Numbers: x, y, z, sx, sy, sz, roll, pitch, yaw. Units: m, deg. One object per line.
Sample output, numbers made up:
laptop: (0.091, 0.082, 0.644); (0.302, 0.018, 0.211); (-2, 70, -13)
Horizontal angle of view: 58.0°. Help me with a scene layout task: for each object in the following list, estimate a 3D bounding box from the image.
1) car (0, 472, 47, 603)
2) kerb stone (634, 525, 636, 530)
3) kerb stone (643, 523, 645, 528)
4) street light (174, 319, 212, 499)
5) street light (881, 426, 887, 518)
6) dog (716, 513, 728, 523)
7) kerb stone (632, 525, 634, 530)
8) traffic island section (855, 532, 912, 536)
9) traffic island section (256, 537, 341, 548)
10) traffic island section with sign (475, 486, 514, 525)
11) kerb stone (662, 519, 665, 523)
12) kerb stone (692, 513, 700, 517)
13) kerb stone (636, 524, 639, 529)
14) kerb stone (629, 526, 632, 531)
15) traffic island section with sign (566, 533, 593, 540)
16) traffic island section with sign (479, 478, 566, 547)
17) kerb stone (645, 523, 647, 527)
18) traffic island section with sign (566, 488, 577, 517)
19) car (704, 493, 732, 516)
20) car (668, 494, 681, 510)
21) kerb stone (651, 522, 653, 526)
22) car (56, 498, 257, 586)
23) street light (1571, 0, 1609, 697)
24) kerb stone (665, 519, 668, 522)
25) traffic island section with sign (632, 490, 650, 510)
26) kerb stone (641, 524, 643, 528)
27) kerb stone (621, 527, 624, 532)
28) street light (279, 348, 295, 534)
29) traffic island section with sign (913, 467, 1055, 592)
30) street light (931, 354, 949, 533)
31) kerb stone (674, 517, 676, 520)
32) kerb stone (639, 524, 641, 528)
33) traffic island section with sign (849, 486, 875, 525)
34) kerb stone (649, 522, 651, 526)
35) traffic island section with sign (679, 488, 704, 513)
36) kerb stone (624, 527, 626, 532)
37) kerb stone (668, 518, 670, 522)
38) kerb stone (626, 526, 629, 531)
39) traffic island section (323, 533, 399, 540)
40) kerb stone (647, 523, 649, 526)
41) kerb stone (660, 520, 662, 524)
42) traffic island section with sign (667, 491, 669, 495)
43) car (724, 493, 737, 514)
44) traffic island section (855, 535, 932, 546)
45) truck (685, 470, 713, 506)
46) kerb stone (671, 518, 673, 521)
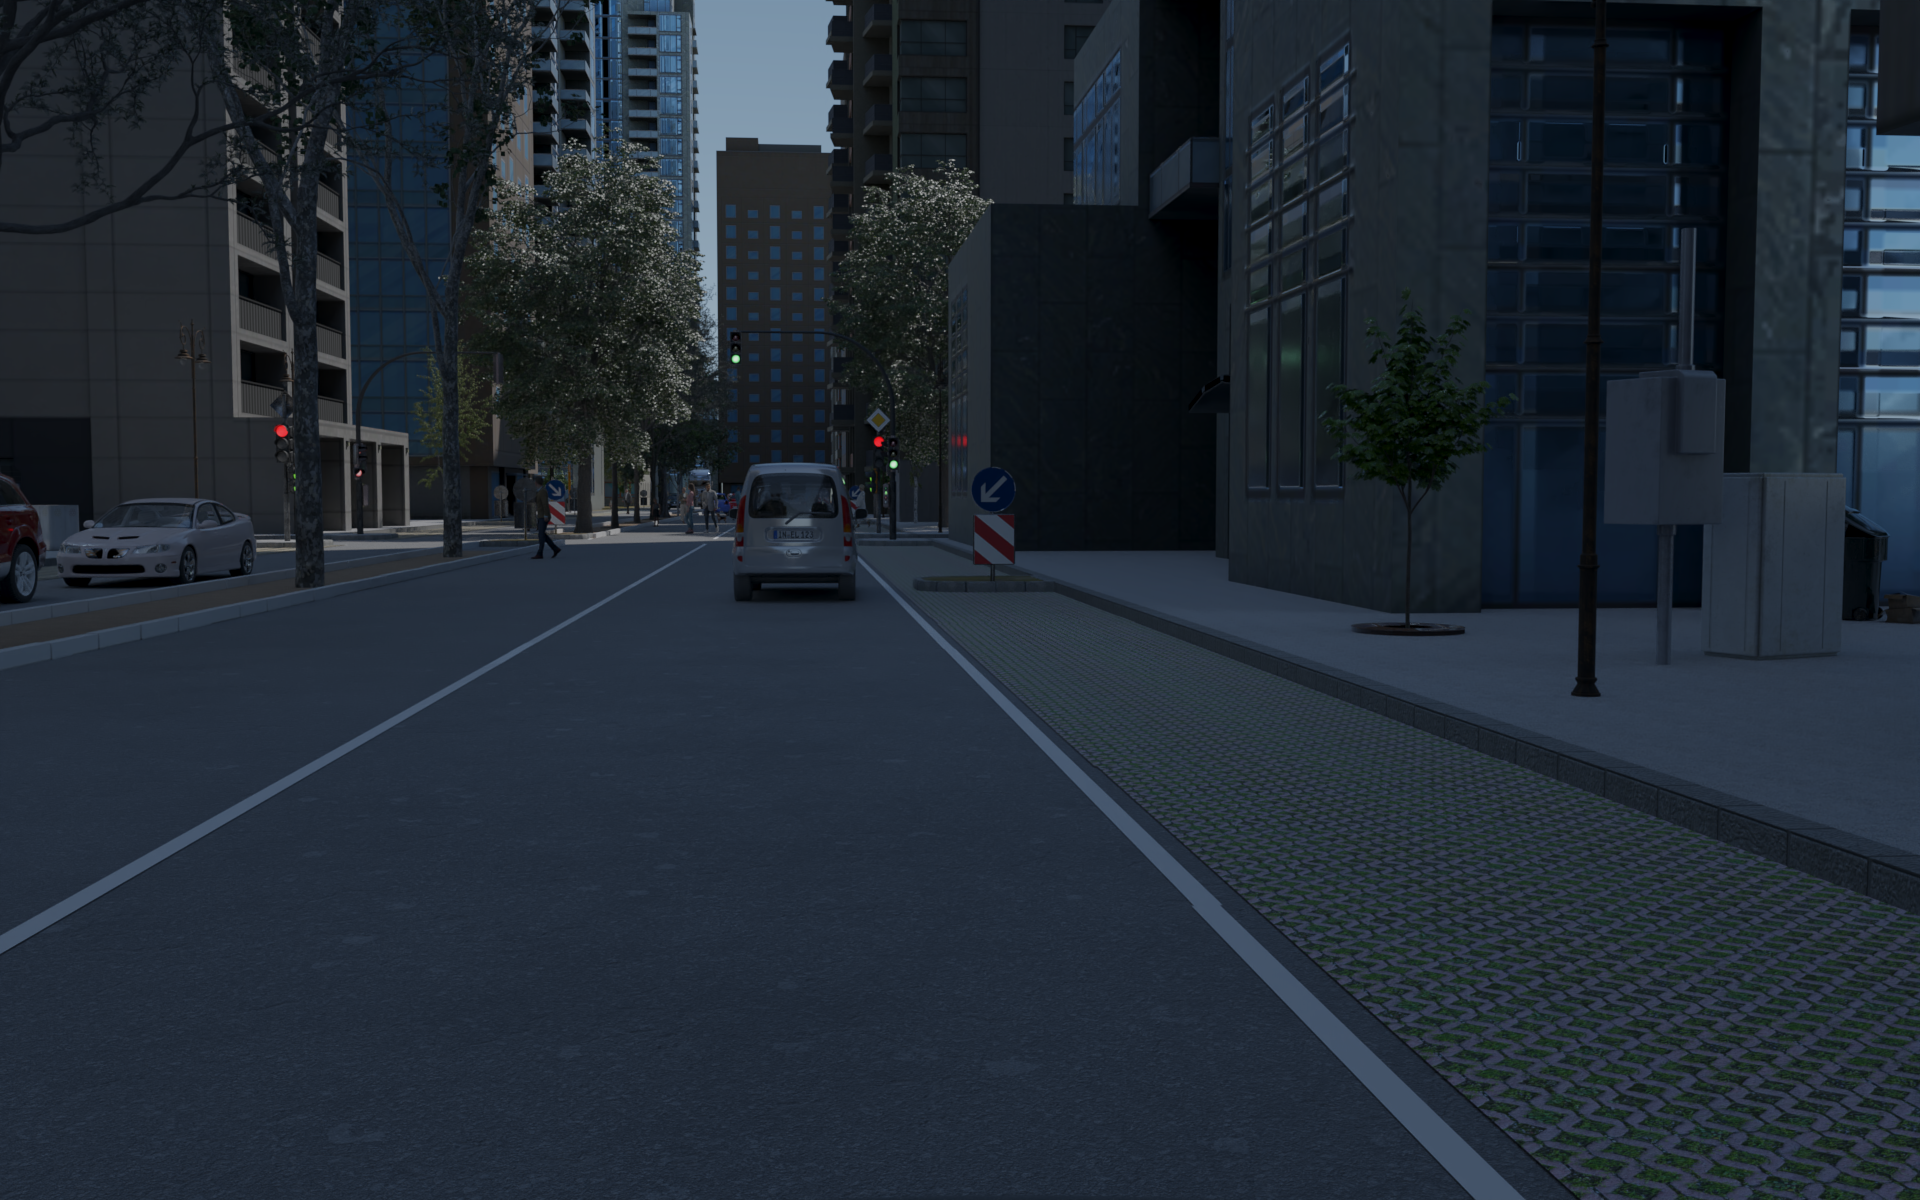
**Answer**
car: (-13.148, -0.764, 21.170); (2.281, 1.827, 5.304); (0, 4, -5)
kerb stone: (-13.125, -2.870, 69.118); (0.120, 0.150, 1.000); (0, 4, -5)
kerb stone: (-13.519, -3.120, 73.214); (0.120, 0.150, 1.000); (0, 4, -5)
street light: (-20.258, -4.469, 45.862); (0.468, 5.910, 1.993); (0, 4, -5)
street light: (-4.152, -7.401, 93.801); (0.468, 5.910, 1.993); (0, 4, -5)
dog: (-11.599, -3.984, 84.421); (0.406, 0.507, 0.540); (1, 4, 19)
kerb stone: (-13.030, -2.799, 68.093); (0.120, 0.150, 1.000); (0, 4, -5)
traffic island section: (-2.639, -2.105, 56.703); (2.009, 0.180, 2.903); (0, 4, -5)
traffic island section: (-18.340, -1.523, 47.182); (2.009, 0.180, 2.903); (0, 4, -5)
traffic island section with sign: (-21.154, -4.351, 79.770); (1.989, 1.847, 2.006); (0, 4, -5)
kerb stone: (-14.602, -3.808, 84.451); (0.120, 0.150, 1.000); (0, 4, -5)
kerb stone: (-17.536, -5.674, 115.102); (0.120, 0.150, 1.000); (0, 4, -5)
kerb stone: (-13.219, -2.932, 70.136); (0.120, 0.150, 1.000); (0, 4, -5)
kerb stone: (-12.926, -2.745, 67.072); (0.120, 0.150, 1.000); (0, 4, -5)
traffic island section with sign: (-12.847, -2.890, 55.385); (2.006, 1.907, 1.989); (0, 4, -5)
traffic island section with sign: (-12.147, -2.439, 48.011); (2.006, 1.907, 1.989); (0, 4, -5)
kerb stone: (-13.614, -3.183, 74.238); (0.120, 0.150, 1.000); (0, 4, -5)
traffic island section with sign: (-23.755, -6.008, 106.855); (1.989, 1.847, 2.006); (0, 4, -5)
car: (-16.041, -6.408, 114.358); (1.945, 1.707, 3.694); (0, 4, -6)
car: (-25.506, -8.914, 155.523); (2.009, 1.686, 4.222); (0, 4, -6)
kerb stone: (-13.903, -3.371, 77.306); (0.120, 0.150, 1.000); (0, 4, -5)
car: (-13.105, -0.988, 28.508); (2.083, 1.381, 4.827); (0, 4, -5)
street light: (3.983, -2.328, 10.844); (0.468, 5.910, 1.993); (0, 4, -5)
kerb stone: (-14.790, -3.930, 86.498); (0.120, 0.150, 1.000); (0, 4, -5)
traffic island section with sign: (-28.518, -9.042, 156.459); (1.989, 1.847, 2.006); (0, 4, -5)
kerb stone: (-13.420, -3.049, 72.187); (0.120, 0.150, 1.000); (0, 4, -5)
kerb stone: (-12.636, -2.557, 63.997); (0.120, 0.150, 1.000); (0, 4, -5)
street light: (-21.158, -5.031, 55.045); (0.468, 5.910, 1.993); (0, 4, -5)
traffic island section with sign: (0.310, -1.065, 26.045); (1.989, 1.847, 2.006); (0, 4, -5)
street light: (-0.652, -5.169, 57.306); (0.468, 5.910, 1.993); (0, 4, -5)
kerb stone: (-15.275, -4.241, 91.616); (0.120, 0.150, 1.000); (0, 4, -5)
kerb stone: (-13.321, -2.995, 71.156); (0.120, 0.150, 1.000); (0, 4, -5)
traffic island section with sign: (-5.042, -4.474, 81.775); (1.989, 1.847, 2.006); (0, 4, -5)
kerb stone: (-13.816, -3.308, 76.278); (0.120, 0.150, 1.000); (0, 4, -5)
traffic island section with sign: (-20.047, -7.464, 130.179); (2.006, 1.907, 1.989); (0, 4, -5)
kerb stone: (-12.730, -2.616, 65.023); (0.120, 0.150, 1.000); (0, 4, -5)
kerb stone: (-14.888, -3.995, 87.521); (0.120, 0.150, 1.000); (0, 4, -5)
kerb stone: (-12.828, -2.679, 66.048); (0.120, 0.150, 1.000); (0, 4, -5)
traffic island section: (-19.105, -2.009, 55.131); (2.009, 0.180, 2.903); (0, 4, -5)
kerb stone: (-13.710, -3.245, 75.256); (0.120, 0.150, 1.000); (0, 4, -5)
kerb stone: (-14.400, -3.683, 82.407); (0.120, 0.150, 1.000); (0, 4, -5)
traffic island section with sign: (-31.109, -10.683, 183.290); (1.989, 1.847, 2.006); (0, 4, -5)
car: (-16.027, -7.061, 124.483); (2.155, 1.783, 4.494); (0, 4, -7)
traffic island section: (-1.874, -1.619, 48.755); (2.009, 0.180, 2.903); (0, 4, -5)
truck: (-29.501, -12.692, 197.264); (2.967, 4.110, 18.799); (0, 4, -7)
kerb stone: (-15.081, -4.120, 89.559); (0.120, 0.150, 1.000); (0, 4, -5)
